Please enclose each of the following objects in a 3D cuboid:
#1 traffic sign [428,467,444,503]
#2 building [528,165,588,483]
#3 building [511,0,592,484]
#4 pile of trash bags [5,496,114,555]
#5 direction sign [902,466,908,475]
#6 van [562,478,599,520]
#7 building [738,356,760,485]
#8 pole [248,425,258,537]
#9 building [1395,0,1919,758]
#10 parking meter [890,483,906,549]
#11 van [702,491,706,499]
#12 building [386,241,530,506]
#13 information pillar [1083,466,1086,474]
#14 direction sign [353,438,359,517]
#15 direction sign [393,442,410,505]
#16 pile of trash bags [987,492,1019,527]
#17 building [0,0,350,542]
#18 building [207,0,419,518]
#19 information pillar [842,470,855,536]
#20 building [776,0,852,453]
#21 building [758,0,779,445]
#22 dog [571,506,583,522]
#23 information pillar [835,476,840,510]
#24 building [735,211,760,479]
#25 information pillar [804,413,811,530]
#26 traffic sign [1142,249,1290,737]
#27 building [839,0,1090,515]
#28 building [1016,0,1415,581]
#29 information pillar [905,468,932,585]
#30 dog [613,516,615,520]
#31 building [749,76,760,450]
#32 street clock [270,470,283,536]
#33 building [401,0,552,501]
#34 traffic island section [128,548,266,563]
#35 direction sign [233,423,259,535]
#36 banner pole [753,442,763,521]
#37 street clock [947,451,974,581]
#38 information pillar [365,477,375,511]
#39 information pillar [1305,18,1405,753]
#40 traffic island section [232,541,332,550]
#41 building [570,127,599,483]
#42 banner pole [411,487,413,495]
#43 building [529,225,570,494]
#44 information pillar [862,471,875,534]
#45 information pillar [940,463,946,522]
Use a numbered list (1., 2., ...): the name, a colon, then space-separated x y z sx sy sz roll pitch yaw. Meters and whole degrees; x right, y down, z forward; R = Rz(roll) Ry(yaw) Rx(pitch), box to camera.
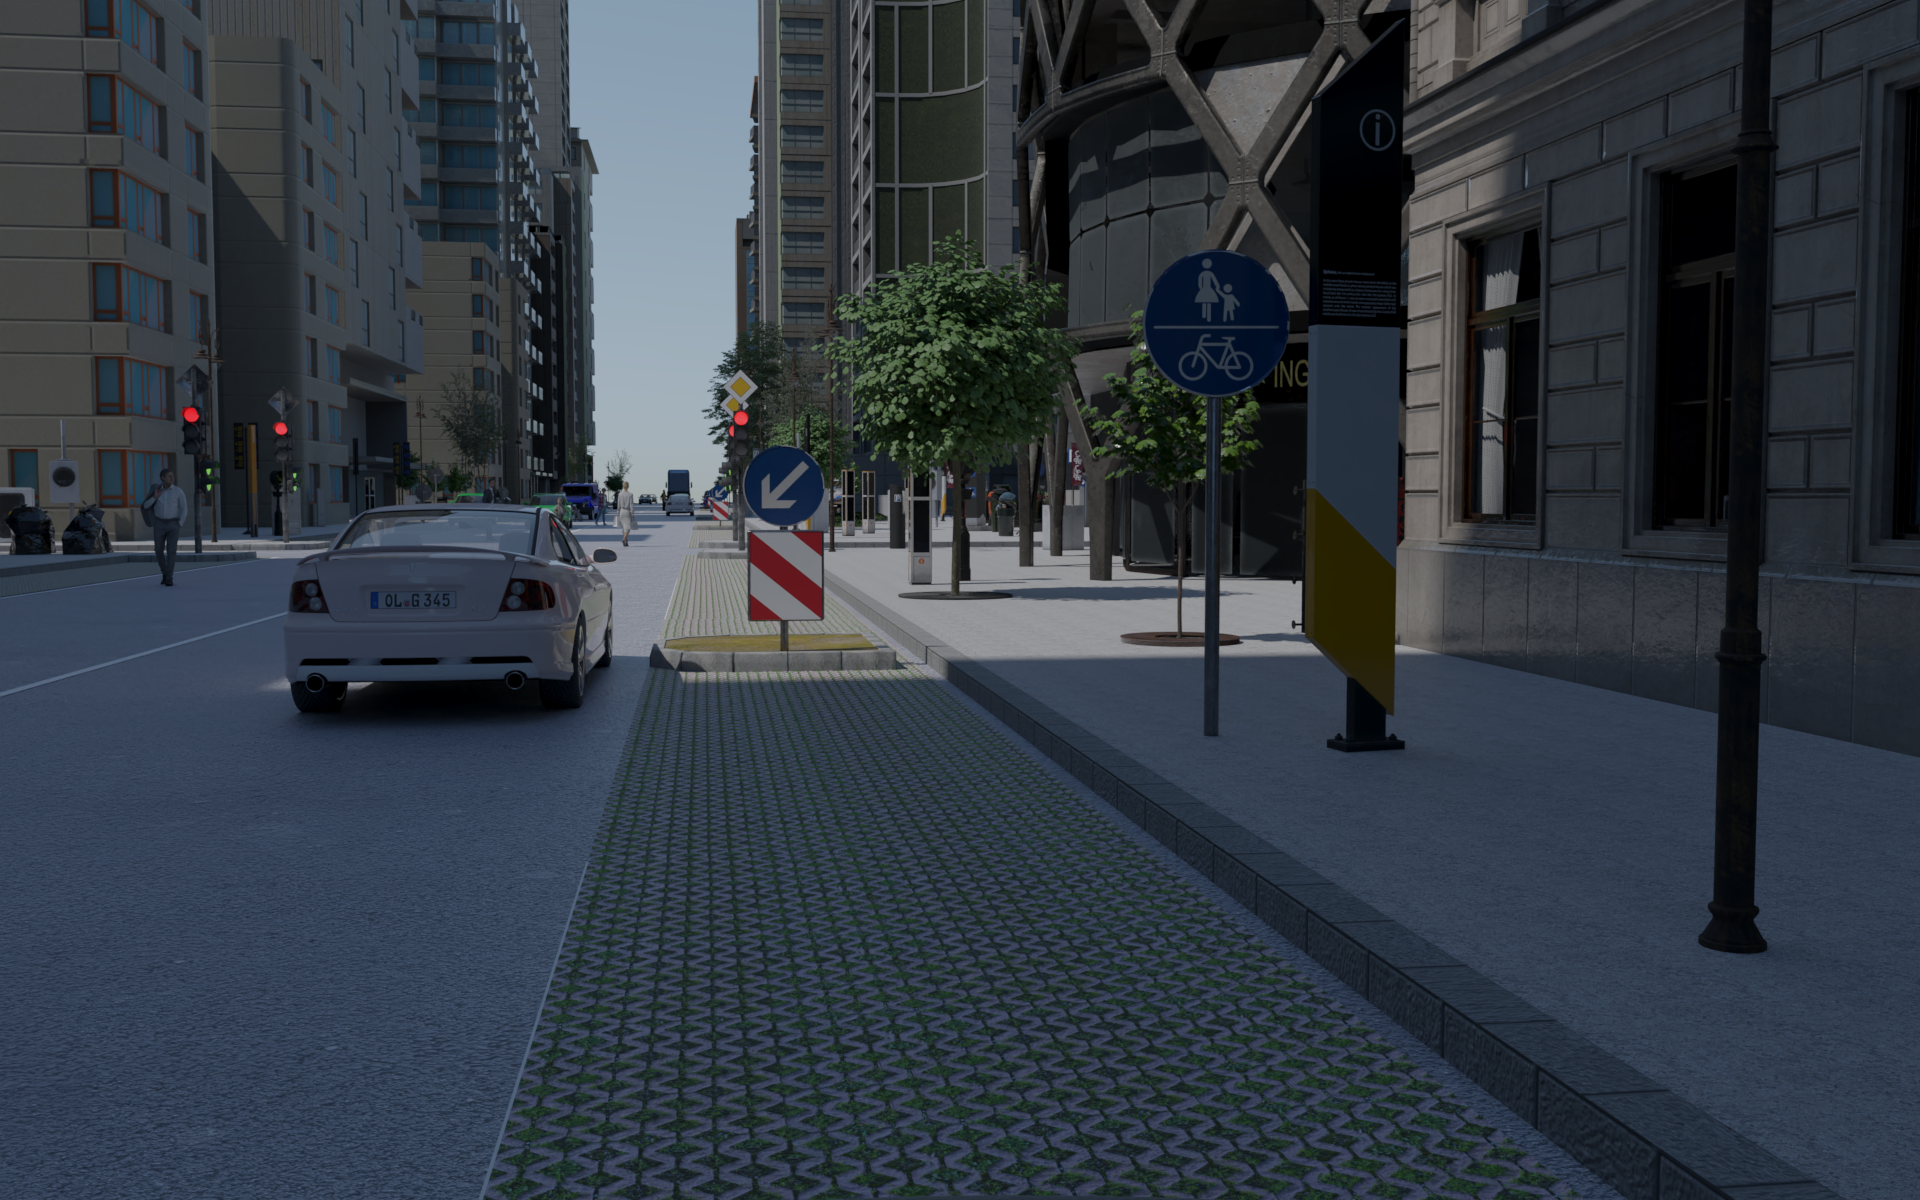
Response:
1. traffic sign: -24.926 -5.033 82.397 0.768 2.556 0.104 0 4 -7
2. building: -52.788 -32.154 209.305 14.154 41.232 14.086 -1 4 -8
3. building: -59.107 -48.159 225.656 20.563 71.187 20.611 -1 4 -8
4. pile of trash bags: -20.034 -1.681 37.230 3.447 1.369 1.912 0 4 -4
5. direction sign: -2.684 -5.699 85.183 0.379 3.537 0.876 1 4 21
6. van: -21.387 -5.678 97.227 2.240 2.365 5.245 0 4 -7
7. building: -15.225 -23.502 229.299 27.650 21.520 28.899 -1 4 -8
8. pole: -20.894 -3.507 51.185 0.158 3.312 0.155 0 3 0
9. building: 9.669 -8.660 6.222 10.561 19.102 19.286 -1 4 -8
10. parking meter: -1.464 -1.971 40.629 0.372 1.533 0.369 0 3 0
11. van: -32.400 -13.280 224.133 2.013 2.044 4.112 -1 4 -8
12. building: -48.385 -17.524 131.561 27.650 21.520 28.899 -1 4 -8
13. information pillar: 6.379 -5.920 88.150 0.183 3.616 0.504 -3 4 -36
14. direction sign: -24.384 -4.768 69.949 0.379 3.537 0.876 -2 4 -31
15. direction sign: -24.378 -5.118 75.673 0.876 3.537 0.379 1 4 20
16. pile of trash bags: 1.888 -3.480 66.648 1.912 1.369 3.447 2 4 23
17. building: -38.167 -13.059 58.550 27.650 21.520 28.899 -1 4 -8
18. building: -44.707 -30.820 93.153 28.713 52.752 27.495 -1 4 -8
19. information pillar: -3.396 -2.949 52.709 0.304 2.012 0.304 -2 4 -30
20. building: -6.930 -27.443 132.292 14.154 41.232 14.086 -1 4 -8
21. building: -7.230 -37.374 153.058 21.231 58.520 28.212 -1 4 -8
22. dog: -19.832 -4.481 90.098 0.513 0.831 0.800 -3 5 -43
23. information pillar: -6.134 -5.765 85.618 0.504 3.616 0.183 3 5 44
24. building: -28.296 -38.116 273.304 14.600 45.320 14.200 -1 4 -8
25. information pillar: -4.419 -3.598 50.186 0.183 3.616 0.504 -1 4 -16
26. traffic sign: 1.335 -0.551 9.123 0.768 2.556 0.104 0 4 0
27. building: 1.892 -41.064 109.645 20.563 71.187 20.611 -1 4 -8
28. building: 9.200 -9.958 30.258 16.820 18.784 16.811 -1 4 -8
29. information pillar: -0.566 -1.222 24.475 0.304 2.012 0.304 -1 4 -10
30. dog: -16.222 -3.793 82.205 0.748 0.427 0.550 -2 4 -34
31. building: -10.787 -32.252 181.945 22.147 44.769 28.867 -1 4 -8
32. street clock: -20.837 -2.957 52.921 0.358 2.002 0.471 1 4 13
33. building: -51.049 -33.096 160.732 23.786 49.044 30.456 -1 4 -8
34. traffic island section: -16.543 -0.936 37.586 2.009 0.180 2.903 -1 4 -8
35. direction sign: -22.631 -3.852 54.975 0.876 3.537 0.379 1 4 14
36. banner pole: -9.652 -5.689 83.029 0.401 3.779 0.863 3 4 37
37. street clock: 0.033 -1.282 25.531 0.358 2.002 0.471 -2 4 -34
38. information pillar: -26.089 -4.409 76.586 0.304 2.012 0.304 2 4 32
39. information pillar: 1.967 -1.054 8.593 0.504 3.616 0.183 -1 4 -19
40. traffic island section: -17.711 -1.419 45.485 2.009 0.180 2.903 -1 4 -8
41. building: -67.213 -40.443 250.488 28.713 52.752 27.495 -1 4 -8
42. banner pole: -36.394 -7.613 114.493 0.863 3.779 0.401 1 4 23
43. building: -49.402 -25.218 184.022 14.160 30.474 14.107 -1 4 -8
44. information pillar: -2.953 -3.154 56.057 0.304 2.012 0.304 -3 5 -41
45. information pillar: -0.770 -5.481 80.971 0.183 3.616 0.504 -1 4 -18
